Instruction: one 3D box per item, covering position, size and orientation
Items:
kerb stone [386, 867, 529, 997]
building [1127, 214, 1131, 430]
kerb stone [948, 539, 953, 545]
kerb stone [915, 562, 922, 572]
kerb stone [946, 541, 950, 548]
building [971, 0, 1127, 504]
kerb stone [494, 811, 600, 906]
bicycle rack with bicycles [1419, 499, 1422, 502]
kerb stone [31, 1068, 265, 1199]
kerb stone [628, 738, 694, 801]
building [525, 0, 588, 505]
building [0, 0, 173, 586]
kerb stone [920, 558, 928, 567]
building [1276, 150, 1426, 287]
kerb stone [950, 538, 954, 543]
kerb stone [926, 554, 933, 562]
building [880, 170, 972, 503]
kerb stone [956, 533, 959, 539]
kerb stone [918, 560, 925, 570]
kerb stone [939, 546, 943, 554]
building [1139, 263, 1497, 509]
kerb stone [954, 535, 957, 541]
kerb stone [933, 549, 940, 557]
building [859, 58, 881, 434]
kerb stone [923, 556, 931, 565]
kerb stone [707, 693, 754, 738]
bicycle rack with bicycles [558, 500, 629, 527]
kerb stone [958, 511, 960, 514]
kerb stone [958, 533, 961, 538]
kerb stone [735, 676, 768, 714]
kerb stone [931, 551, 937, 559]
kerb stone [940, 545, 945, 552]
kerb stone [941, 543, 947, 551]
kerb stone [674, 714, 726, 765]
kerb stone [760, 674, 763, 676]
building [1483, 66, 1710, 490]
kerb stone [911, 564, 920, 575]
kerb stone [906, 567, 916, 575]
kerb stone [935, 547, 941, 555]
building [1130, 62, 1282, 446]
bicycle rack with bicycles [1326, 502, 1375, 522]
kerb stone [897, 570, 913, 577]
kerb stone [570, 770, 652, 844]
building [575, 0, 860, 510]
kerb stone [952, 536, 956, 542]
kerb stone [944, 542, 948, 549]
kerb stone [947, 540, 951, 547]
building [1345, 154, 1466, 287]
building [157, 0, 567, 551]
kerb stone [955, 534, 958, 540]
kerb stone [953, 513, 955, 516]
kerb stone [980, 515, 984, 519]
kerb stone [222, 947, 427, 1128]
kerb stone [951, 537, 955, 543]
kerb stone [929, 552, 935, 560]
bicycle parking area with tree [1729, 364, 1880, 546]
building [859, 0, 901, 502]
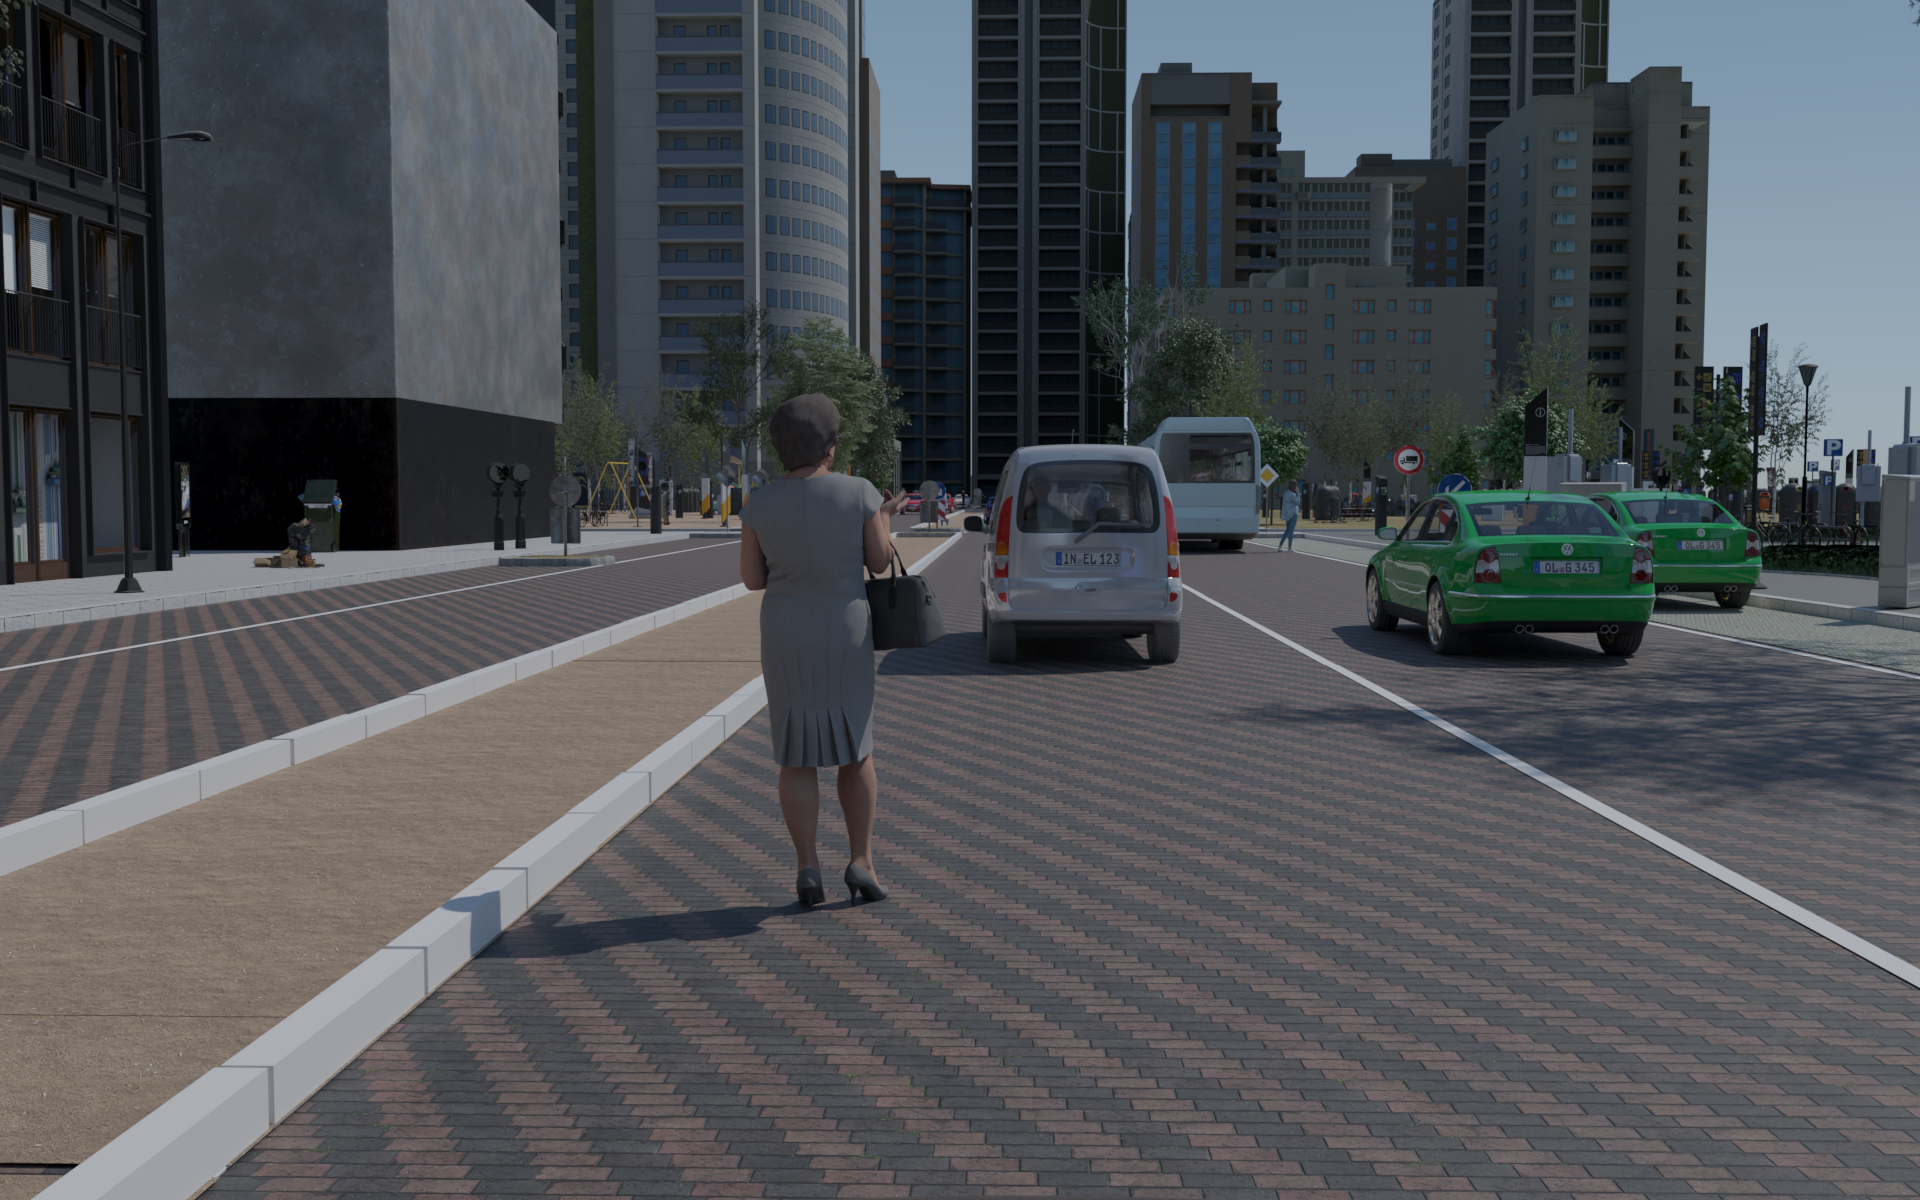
[{"bbox_3d":[-1.560,1.029,5.431,0.120,0.150,1.000,0,4,2],"label":"kerb stone"},{"bbox_3d":[29.799,-33.535,231.895,14.086,41.232,14.154,0,4,2],"label":"building"},{"bbox_3d":[-0.344,-1.476,46.423,0.120,0.150,1.000,0,4,2],"label":"kerb stone"},{"bbox_3d":[-0.803,-0.541,31.038,0.120,0.150,1.000,0,4,2],"label":"kerb stone"},{"bbox_3d":[-0.405,-1.355,44.375,0.120,0.150,1.000,0,4,2],"label":"kerb stone"},{"bbox_3d":[12.061,-48.698,234.463,20.611,71.187,20.563,0,4,2],"label":"building"},{"bbox_3d":[-1.531,0.963,6.458,0.120,0.150,1.000,0,4,2],"label":"kerb stone"},{"bbox_3d":[34.800,-7.243,131.803,2.852,0.926,2.925,1,4,19],"label":"bicycle rack with bicycles"},{"bbox_3d":[-1.624,1.152,3.382,0.120,0.150,1.000,0,4,2],"label":"kerb stone"},{"bbox_3d":[-1.471,0.837,8.506,0.120,0.150,1.000,0,4,2],"label":"kerb stone"},{"bbox_3d":[-48.838,-46.881,204.754,20.611,71.187,20.563,0,4,2],"label":"building"},{"bbox_3d":[-19.559,-11.676,20.579,12.332,23.373,15.834,0,4,2],"label":"building"},{"bbox_3d":[-0.744,-0.666,33.090,0.120,0.150,1.000,0,4,2],"label":"kerb stone"},{"bbox_3d":[34.945,-31.110,200.531,32.217,40.220,23.993,0,4,2],"label":"building"},{"bbox_3d":[-0.312,-1.543,47.444,0.120,0.150,1.000,0,4,2],"label":"kerb stone"},{"bbox_3d":[-0.683,-0.791,35.147,0.120,0.150,1.000,0,4,2],"label":"kerb stone"},{"bbox_3d":[-12.638,-35.619,237.000,28.867,44.769,22.147,0,4,2],"label":"building"},{"bbox_3d":[-0.167,-1.856,52.559,0.120,0.150,1.000,0,4,2],"label":"kerb stone"},{"bbox_3d":[-0.776,-0.603,32.061,0.120,0.150,1.000,0,4,2],"label":"kerb stone"},{"bbox_3d":[-0.525,-1.106,40.274,0.120,0.150,1.000,0,4,2],"label":"kerb stone"},{"bbox_3d":[31.358,-19.236,159.555,27.650,21.520,28.899,0,4,2],"label":"building"},{"bbox_3d":[-0.225,-1.732,50.516,0.120,0.150,1.000,0,4,2],"label":"kerb stone"},{"bbox_3d":[-0.586,-0.980,38.222,0.120,0.150,1.000,0,4,2],"label":"kerb stone"},{"bbox_3d":[-15.459,-32.143,175.641,14.600,45.320,14.200,0,4,2],"label":"building"},{"bbox_3d":[-0.711,-0.729,34.123,0.120,0.150,1.000,0,4,2],"label":"kerb stone"},{"bbox_3d":[-1.407,0.712,10.554,0.120,0.150,1.000,0,4,2],"label":"kerb stone"},{"bbox_3d":[-14.940,-3.349,68.136,2.852,0.926,2.925,2,4,27],"label":"bicycle rack with bicycles"},{"bbox_3d":[-0.273,-5.968,119.774,0.120,0.150,1.000,0,4,2],"label":"kerb stone"},{"bbox_3d":[-0.127,-1.915,53.580,0.120,0.150,1.000,0,4,2],"label":"kerb stone"},{"bbox_3d":[-1.381,0.649,11.577,0.120,0.150,1.000,0,4,2],"label":"kerb stone"},{"bbox_3d":[-0.625,-0.912,37.195,0.120,0.150,1.000,0,4,2],"label":"kerb stone"},{"bbox_3d":[-0.505,-1.168,41.297,0.120,0.150,1.000,0,4,2],"label":"kerb stone"},{"bbox_3d":[-0.467,-1.231,42.324,0.120,0.150,1.000,0,4,2],"label":"kerb stone"},{"bbox_3d":[-1.444,0.779,9.532,0.120,0.150,1.000,0,4,2],"label":"kerb stone"},{"bbox_3d":[-1.346,0.591,12.604,0.120,0.150,1.000,0,4,2],"label":"kerb stone"},{"bbox_3d":[74.305,-35.331,201.363,21.600,48.544,21.300,0,4,2],"label":"building"},{"bbox_3d":[-0.832,-0.478,30.017,0.120,0.150,1.000,0,4,2],"label":"kerb stone"},{"bbox_3d":[-0.864,-0.415,28.988,0.120,0.150,1.000,0,4,2],"label":"kerb stone"},{"bbox_3d":[-0.563,-1.043,39.244,0.120,0.150,1.000,0,4,2],"label":"kerb stone"},{"bbox_3d":[25.261,-32.485,181.232,14.600,45.320,14.200,0,4,2],"label":"building"},{"bbox_3d":[18.545,-4.143,81.125,2.925,0.926,2.852,0,4,-8],"label":"bicycle rack with bicycles"},{"bbox_3d":[-0.892,-0.352,27.967,0.120,0.150,1.000,0,4,2],"label":"kerb stone"},{"bbox_3d":[-1.508,0.900,7.480,0.120,0.150,1.000,0,4,2],"label":"kerb stone"},{"bbox_3d":[-20.642,-37.444,154.215,21.231,58.520,28.212,0,4,2],"label":"building"},{"bbox_3d":[-0.261,-1.670,49.492,0.120,0.150,1.000,0,4,2],"label":"kerb stone"},{"bbox_3d":[-0.435,-1.294,43.345,0.120,0.150,1.000,0,4,2],"label":"kerb stone"},{"bbox_3d":[-0.375,-1.414,45.398,0.120,0.150,1.000,0,4,2],"label":"kerb stone"},{"bbox_3d":[58.132,-35.510,230.694,14.200,45.320,14.600,0,4,2],"label":"building"},{"bbox_3d":[-20.773,-10.992,47.166,16.811,18.784,16.820,0,4,2],"label":"building"},{"bbox_3d":[-0.199,-1.795,51.538,0.120,0.150,1.000,0,4,2],"label":"kerb stone"},{"bbox_3d":[-0.581,-5.342,109.534,0.120,0.150,1.000,0,4,2],"label":"kerb stone"},{"bbox_3d":[1.500,-5.275,108.459,0.120,0.150,1.000,0,4,2],"label":"kerb stone"},{"bbox_3d":[-1.593,1.094,4.410,0.120,0.150,1.000,0,4,2],"label":"kerb stone"},{"bbox_3d":[-0.291,-1.607,48.466,0.120,0.150,1.000,0,4,2],"label":"kerb stone"},{"bbox_3d":[-0.654,-0.855,36.169,0.120,0.150,1.000,0,4,2],"label":"kerb stone"},{"bbox_3d":[21.317,-3.168,38.798,8.231,4.147,9.016,0,4,7],"label":"bicycle parking area with tree"},{"bbox_3d":[-23.104,-54.364,201.521,31.000,86.520,22.319,0,4,2],"label":"building"}]
